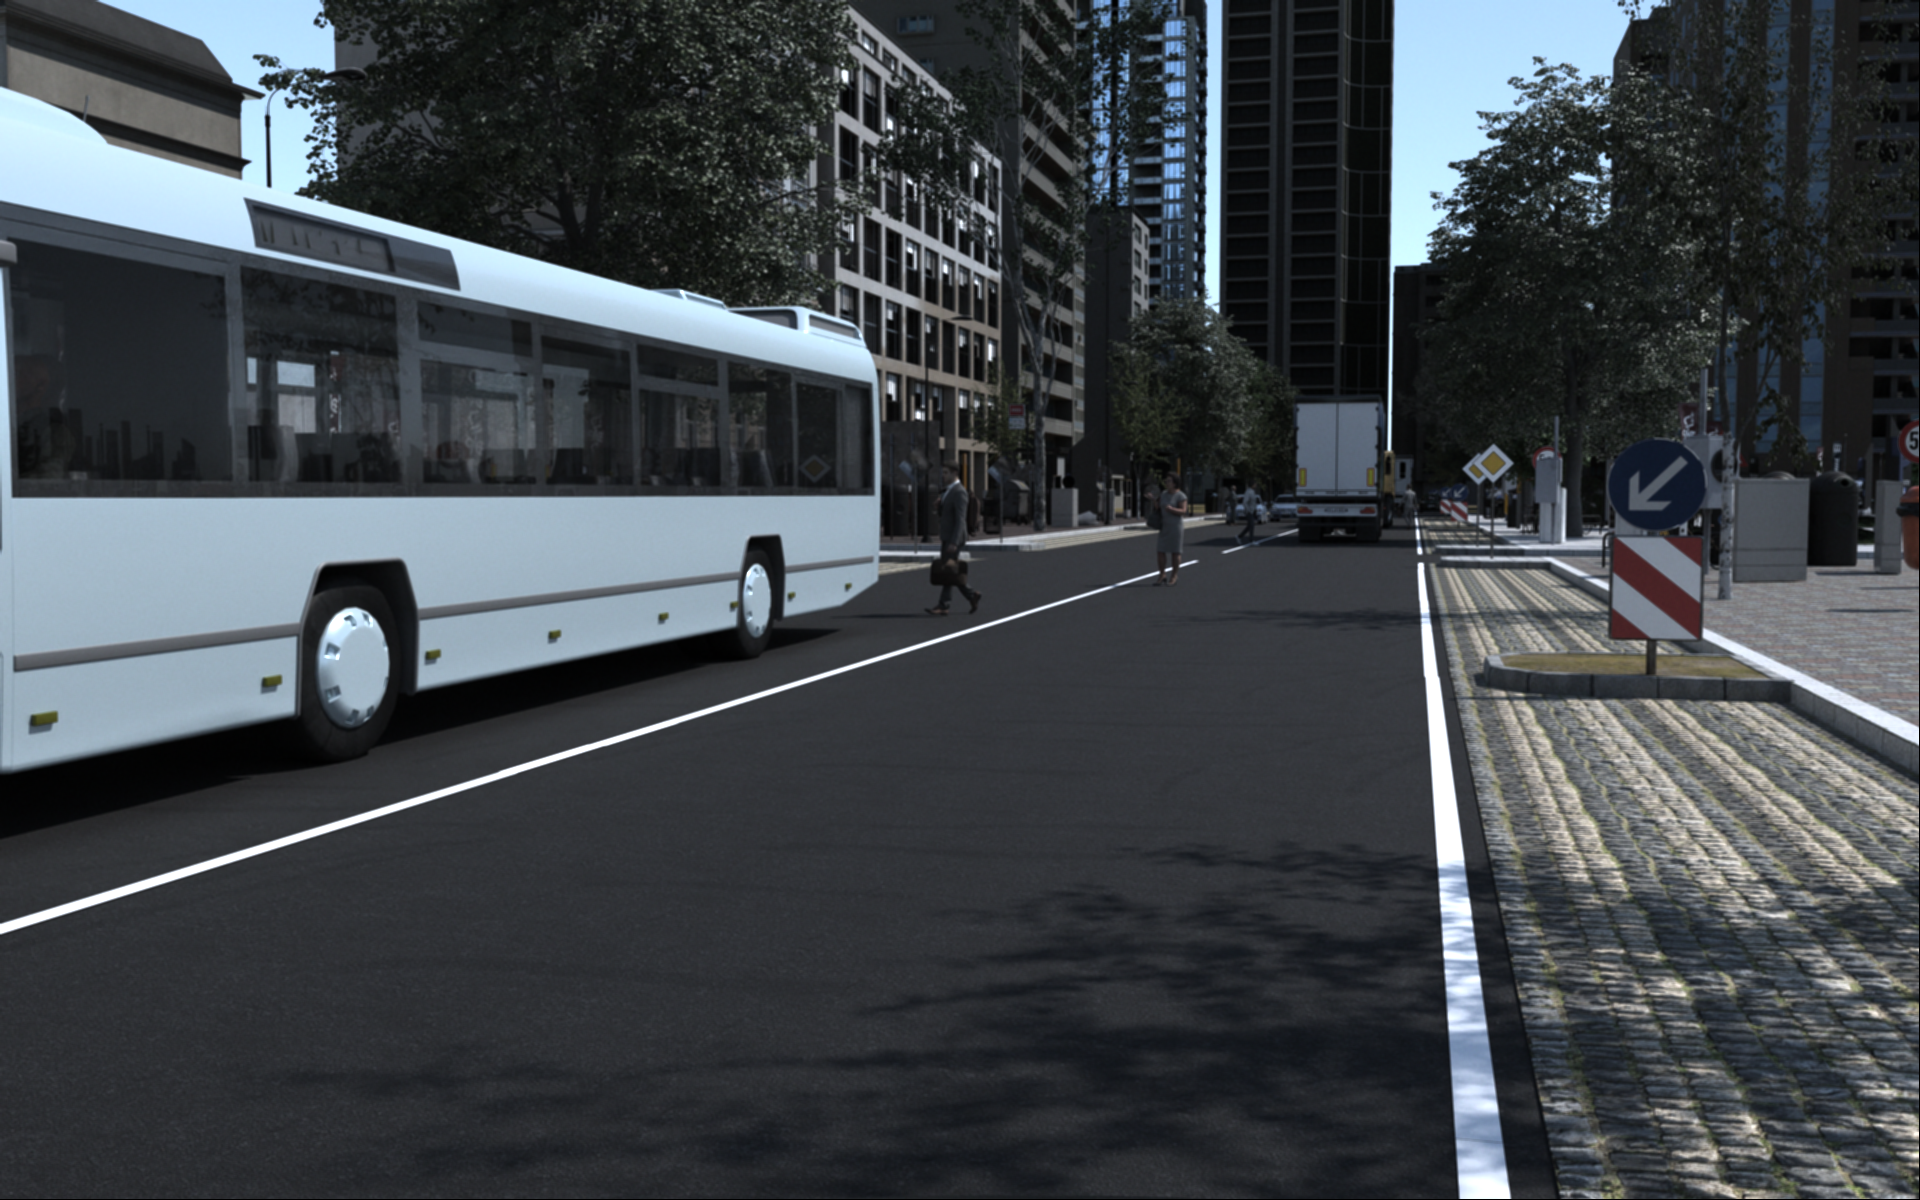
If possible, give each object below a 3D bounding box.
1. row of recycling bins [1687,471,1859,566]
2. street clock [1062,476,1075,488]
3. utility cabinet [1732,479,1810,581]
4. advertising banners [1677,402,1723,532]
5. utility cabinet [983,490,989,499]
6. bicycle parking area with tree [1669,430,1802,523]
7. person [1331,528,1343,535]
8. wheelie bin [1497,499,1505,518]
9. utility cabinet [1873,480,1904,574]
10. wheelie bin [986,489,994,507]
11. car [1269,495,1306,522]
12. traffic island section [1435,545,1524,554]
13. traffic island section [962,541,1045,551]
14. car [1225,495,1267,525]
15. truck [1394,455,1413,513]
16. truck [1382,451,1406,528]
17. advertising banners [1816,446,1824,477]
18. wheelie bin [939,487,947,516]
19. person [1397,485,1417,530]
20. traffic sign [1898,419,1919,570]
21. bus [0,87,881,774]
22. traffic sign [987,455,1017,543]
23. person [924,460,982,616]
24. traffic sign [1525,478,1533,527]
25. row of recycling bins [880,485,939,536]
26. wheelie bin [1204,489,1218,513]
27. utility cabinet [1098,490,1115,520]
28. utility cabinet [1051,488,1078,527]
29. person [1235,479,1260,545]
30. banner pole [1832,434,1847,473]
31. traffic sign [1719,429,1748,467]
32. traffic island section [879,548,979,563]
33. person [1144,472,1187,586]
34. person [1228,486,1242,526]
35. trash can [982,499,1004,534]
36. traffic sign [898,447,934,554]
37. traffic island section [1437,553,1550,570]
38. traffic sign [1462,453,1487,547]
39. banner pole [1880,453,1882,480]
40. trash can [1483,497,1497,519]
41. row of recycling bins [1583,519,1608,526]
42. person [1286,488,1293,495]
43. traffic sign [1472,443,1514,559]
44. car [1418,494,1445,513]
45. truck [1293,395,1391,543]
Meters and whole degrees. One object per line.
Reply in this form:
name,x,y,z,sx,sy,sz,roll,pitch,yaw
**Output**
row of recycling bins,14.390,-1.498,31.599,3.534,1.692,1.069,1,4,20
street clock,4.279,-3.900,68.330,0.471,2.002,0.358,0,4,-8
utility cabinet,11.757,-1.015,25.279,1.173,1.500,0.318,-1,4,-12
advertising banners,14.572,-2.266,33.236,2.074,3.025,0.090,-1,4,-18
utility cabinet,1.980,-5.971,106.311,1.173,1.500,0.318,0,4,-2
bicycle parking area with tree,35.053,-5.595,78.478,8.231,4.147,9.016,2,4,25
person,13.304,-3.239,61.437,0.573,1.828,0.580,2,4,35
wheelie bin,29.026,-5.184,92.666,0.980,1.594,0.693,0,4,-4
utility cabinet,15.025,-1.182,28.007,0.318,1.500,1.173,1,4,23
wheelie bin,1.894,-5.587,99.250,0.980,1.594,0.693,3,5,43
car,17.213,-4.796,90.412,2.014,1.417,4.499,1,4,16
traffic island section,12.555,-1.204,41.962,2.009,0.180,2.903,1,4,15
traffic island section,1.052,-1.388,44.971,2.009,0.180,2.903,1,4,15
car,13.757,-4.349,83.111,2.014,1.417,4.499,1,4,13
truck,32.993,-8.719,131.463,2.839,4.237,11.283,1,4,14
truck,17.799,-4.927,76.477,3.469,3.379,9.791,1,4,16
advertising banners,30.938,-4.097,63.168,2.074,3.025,0.090,-2,4,-35
wheelie bin,-1.077,-5.375,95.789,0.693,1.594,0.980,-1,4,-13
person,17.978,-3.725,69.519,0.709,1.813,0.853,-1,4,-21
traffic sign,16.226,-1.782,29.244,0.768,2.556,0.104,1,4,18
bus,-3.719,-1.062,12.222,2.948,3.499,13.247,1,4,14
traffic sign,1.077,-2.524,44.903,0.795,2.450,0.064,1,4,15
person,-0.050,-0.732,20.436,0.822,1.834,0.622,-2,4,-25
traffic sign,22.231,-4.159,68.006,0.884,2.594,0.081,1,4,16
row of recycling bins,-2.355,-2.795,52.811,3.534,1.692,1.069,-1,4,-17
wheelie bin,16.772,-6.612,116.006,0.980,1.594,0.693,1,4,21
utility cabinet,6.949,-4.636,84.477,1.173,1.500,0.318,1,4,16
utility cabinet,4.017,-3.530,66.387,0.318,1.500,1.173,-3,5,-41
person,8.051,-2.456,48.509,0.795,1.843,0.661,2,4,29
banner pole,36.746,-5.037,72.368,0.863,3.779,0.401,-1,4,-17
traffic sign,14.969,-2.079,33.998,0.884,2.594,0.081,1,4,21
traffic island section,-0.973,-0.915,37.246,2.009,0.180,2.903,1,4,15
person,3.175,-1.115,27.087,0.716,1.782,0.532,3,5,44
person,12.438,-4.264,78.397,0.590,1.801,0.661,0,4,-2
trash can,1.050,-2.669,55.287,0.748,1.137,0.748,0,3,0
traffic sign,-0.948,-2.051,37.178,0.795,2.450,0.064,1,4,15
traffic island section,10.530,-0.731,34.237,2.009,0.180,2.903,1,4,15
traffic sign,12.530,-2.339,41.891,0.795,2.450,0.064,1,4,15
banner pole,56.012,-7.060,105.449,0.401,3.779,0.863,2,4,29
trash can,27.257,-4.740,89.155,0.748,1.137,0.748,0,3,0
row of recycling bins,25.516,-3.928,71.341,1.069,1.692,3.534,-3,4,-36
person,21.658,-6.479,114.214,0.659,1.850,0.755,0,4,-6
traffic sign,10.506,-1.867,34.166,0.795,2.450,0.064,1,4,15
car,35.512,-7.382,130.489,2.009,1.686,4.222,1,4,15
truck,12.076,-4.015,54.553,2.839,4.237,11.283,1,4,14
